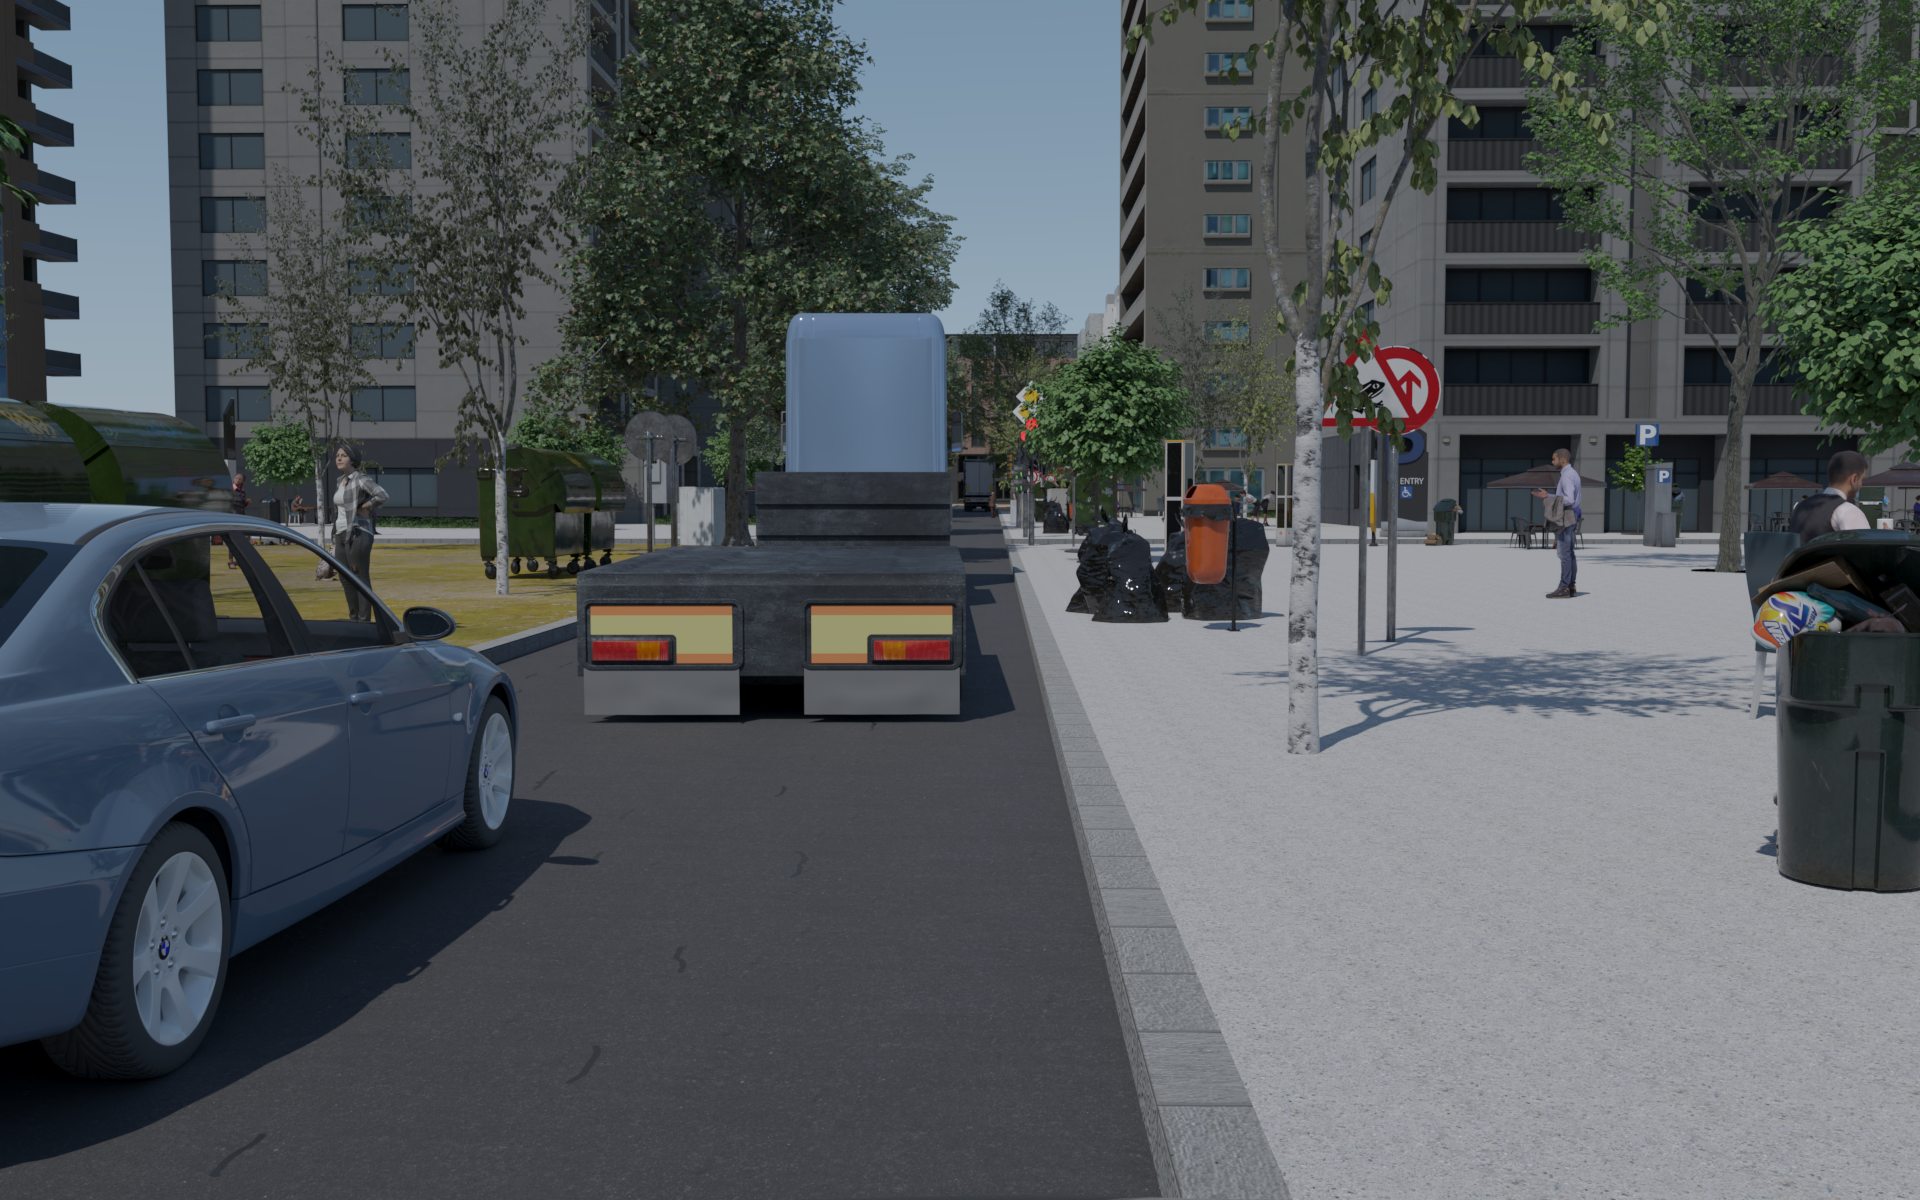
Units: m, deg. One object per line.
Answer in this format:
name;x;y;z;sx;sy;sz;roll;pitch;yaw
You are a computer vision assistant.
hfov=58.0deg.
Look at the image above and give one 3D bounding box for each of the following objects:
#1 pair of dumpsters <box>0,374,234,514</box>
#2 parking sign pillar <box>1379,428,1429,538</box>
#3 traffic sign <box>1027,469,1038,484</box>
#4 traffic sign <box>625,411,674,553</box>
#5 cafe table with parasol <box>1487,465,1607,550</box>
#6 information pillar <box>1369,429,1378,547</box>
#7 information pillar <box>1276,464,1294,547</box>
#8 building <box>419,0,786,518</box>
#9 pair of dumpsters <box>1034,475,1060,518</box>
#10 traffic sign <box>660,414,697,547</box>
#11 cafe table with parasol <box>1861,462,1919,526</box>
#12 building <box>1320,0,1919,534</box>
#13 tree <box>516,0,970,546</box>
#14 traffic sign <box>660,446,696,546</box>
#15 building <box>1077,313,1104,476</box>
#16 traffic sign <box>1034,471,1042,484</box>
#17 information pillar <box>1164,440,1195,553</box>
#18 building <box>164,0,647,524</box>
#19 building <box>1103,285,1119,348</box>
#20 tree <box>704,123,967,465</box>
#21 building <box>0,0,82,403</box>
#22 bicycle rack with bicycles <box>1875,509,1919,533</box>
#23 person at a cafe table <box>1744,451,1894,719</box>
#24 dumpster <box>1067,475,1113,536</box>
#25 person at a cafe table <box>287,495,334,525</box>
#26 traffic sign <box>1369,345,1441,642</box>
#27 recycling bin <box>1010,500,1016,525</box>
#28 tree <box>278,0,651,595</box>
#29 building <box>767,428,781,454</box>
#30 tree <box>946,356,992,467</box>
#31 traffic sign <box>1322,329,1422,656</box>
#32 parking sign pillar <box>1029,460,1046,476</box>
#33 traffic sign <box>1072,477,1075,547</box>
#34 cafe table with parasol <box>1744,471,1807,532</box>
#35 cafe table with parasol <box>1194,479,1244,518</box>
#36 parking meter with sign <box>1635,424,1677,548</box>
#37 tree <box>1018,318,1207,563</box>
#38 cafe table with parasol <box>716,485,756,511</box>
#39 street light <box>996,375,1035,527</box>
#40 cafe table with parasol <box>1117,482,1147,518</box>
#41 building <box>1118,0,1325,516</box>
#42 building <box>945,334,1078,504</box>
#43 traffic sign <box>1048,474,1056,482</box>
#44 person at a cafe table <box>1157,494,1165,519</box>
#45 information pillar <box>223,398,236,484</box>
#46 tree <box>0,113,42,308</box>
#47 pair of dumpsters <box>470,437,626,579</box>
pair of dumpsters;-7.049;-0.630;12.796;1.574;2.255;4.437;0;4;1
parking sign pillar;13.293;-3.869;51.729;1.447;3.967;1.447;0;4;3
traffic sign;3.609;-5.390;88.226;0.768;2.556;0.104;0;4;6
traffic sign;-4.756;-1.616;26.520;0.768;2.556;0.104;0;4;4
cafe table with parasol;13.627;-2.166;40.274;2.610;1.966;2.610;1;4;22
information pillar;10.116;-3.117;42.316;0.183;3.616;0.504;1;4;22
information pillar;7.880;-2.296;42.027;0.304;2.012;0.304;-3;5;-43
building;-21.252;-41.202;111.906;20.563;71.187;20.611;0;4;1
pair of dumpsters;4.508;-5.486;92.188;1.574;2.255;4.437;0;4;1
traffic sign;-4.592;-1.688;27.704;0.768;2.556;0.104;0;4;4
cafe table with parasol;20.013;-1.945;36.668;2.610;1.966;2.610;-1;4;-9
building;25.848;-38.272;63.999;20.611;71.187;20.563;0;4;1
tree;-4.593;-7.296;36.303;9.611;12.733;9.660;0;3;0
traffic sign;-5.066;-1.876;30.781;0.768;2.556;0.104;0;4;3
building;21.191;-19.051;177.947;16.747;18.905;31.486;0;4;1
traffic sign;4.222;-5.848;95.725;0.768;2.556;0.104;0;4;8
information pillar;3.005;-1.176;23.716;0.304;2.012;0.304;3;4;38
building;-23.730;-39.458;83.391;20.563;71.187;20.611;0;4;1
building;21.016;-18.355;156.516;16.016;20.091;11.380;0;4;1
tree;-4.525;-9.342;59.397;9.857;13.997;8.962;0;3;0
building;-45.904;-25.588;68.473;14.200;45.320;14.600;0;4;1
bicycle rack with bicycles;23.413;-1.724;41.574;2.852;0.926;2.925;2;4;26
person at a cafe table;5.271;-0.079;9.811;1.622;1.524;1.698;-1;4;-14
dumpster;4.101;-3.124;53.573;1.502;2.255;1.985;0;4;1
person at a cafe table;-27.510;-3.804;73.058;1.726;1.238;1.698;1;4;14
traffic sign;3.744;-0.909;14.972;0.768;2.556;0.104;0;4;3
recycling bin;2.478;-3.681;72.737;0.722;1.027;0.722;0;4;2
tree;-6.063;-4.367;21.771;4.360;8.622;3.978;0;3;0
building;-15.476;-20.186;186.457;11.380;20.091;16.016;0;4;1
tree;-2.907;-11.998;114.290;7.486;12.596;7.792;0;3;0
traffic sign;3.190;-0.837;13.692;0.884;2.594;0.081;0;4;4
parking sign pillar;5.459;-8.214;122.768;1.447;3.967;1.447;3;5;39
traffic sign;2.758;-2.570;42.023;0.884;2.594;0.081;1;4;10
cafe table with parasol;24.846;-2.904;52.349;2.610;1.966;2.610;-1;4;-17
cafe table with parasol;11.707;-4.430;77.298;2.610;1.966;2.610;-1;4;-15
parking meter with sign;17.016;-2.811;42.229;0.543;3.016;1.738;0;4;2
tree;2.964;-2.966;32.207;4.285;4.588;4.351;0;3;0
cafe table with parasol;-11.744;-5.176;89.496;2.610;1.966;2.610;0;4;4
street light;2.217;-5.804;67.437;1.470;5.913;1.316;0;4;1
cafe table with parasol;8.829;-5.454;94.043;2.610;1.966;2.610;1;4;12
building;21.426;-29.636;108.243;21.300;48.544;21.600;0;4;1
building;13.228;-23.681;231.157;32.646;21.610;27.936;0;4;1
traffic sign;5.764;-6.781;110.968;0.768;2.556;0.104;1;4;8
person at a cafe table;10.848;-4.902;88.666;1.622;1.524;1.698;-2;4;-33
information pillar;-17.728;-3.104;42.098;0.183;3.616;0.504;0;4;1
tree;-6.054;-1.475;7.824;4.285;4.588;4.351;0;3;0
pair of dumpsters;-6.597;-1.558;27.975;1.574;2.255;4.437;0;4;1
